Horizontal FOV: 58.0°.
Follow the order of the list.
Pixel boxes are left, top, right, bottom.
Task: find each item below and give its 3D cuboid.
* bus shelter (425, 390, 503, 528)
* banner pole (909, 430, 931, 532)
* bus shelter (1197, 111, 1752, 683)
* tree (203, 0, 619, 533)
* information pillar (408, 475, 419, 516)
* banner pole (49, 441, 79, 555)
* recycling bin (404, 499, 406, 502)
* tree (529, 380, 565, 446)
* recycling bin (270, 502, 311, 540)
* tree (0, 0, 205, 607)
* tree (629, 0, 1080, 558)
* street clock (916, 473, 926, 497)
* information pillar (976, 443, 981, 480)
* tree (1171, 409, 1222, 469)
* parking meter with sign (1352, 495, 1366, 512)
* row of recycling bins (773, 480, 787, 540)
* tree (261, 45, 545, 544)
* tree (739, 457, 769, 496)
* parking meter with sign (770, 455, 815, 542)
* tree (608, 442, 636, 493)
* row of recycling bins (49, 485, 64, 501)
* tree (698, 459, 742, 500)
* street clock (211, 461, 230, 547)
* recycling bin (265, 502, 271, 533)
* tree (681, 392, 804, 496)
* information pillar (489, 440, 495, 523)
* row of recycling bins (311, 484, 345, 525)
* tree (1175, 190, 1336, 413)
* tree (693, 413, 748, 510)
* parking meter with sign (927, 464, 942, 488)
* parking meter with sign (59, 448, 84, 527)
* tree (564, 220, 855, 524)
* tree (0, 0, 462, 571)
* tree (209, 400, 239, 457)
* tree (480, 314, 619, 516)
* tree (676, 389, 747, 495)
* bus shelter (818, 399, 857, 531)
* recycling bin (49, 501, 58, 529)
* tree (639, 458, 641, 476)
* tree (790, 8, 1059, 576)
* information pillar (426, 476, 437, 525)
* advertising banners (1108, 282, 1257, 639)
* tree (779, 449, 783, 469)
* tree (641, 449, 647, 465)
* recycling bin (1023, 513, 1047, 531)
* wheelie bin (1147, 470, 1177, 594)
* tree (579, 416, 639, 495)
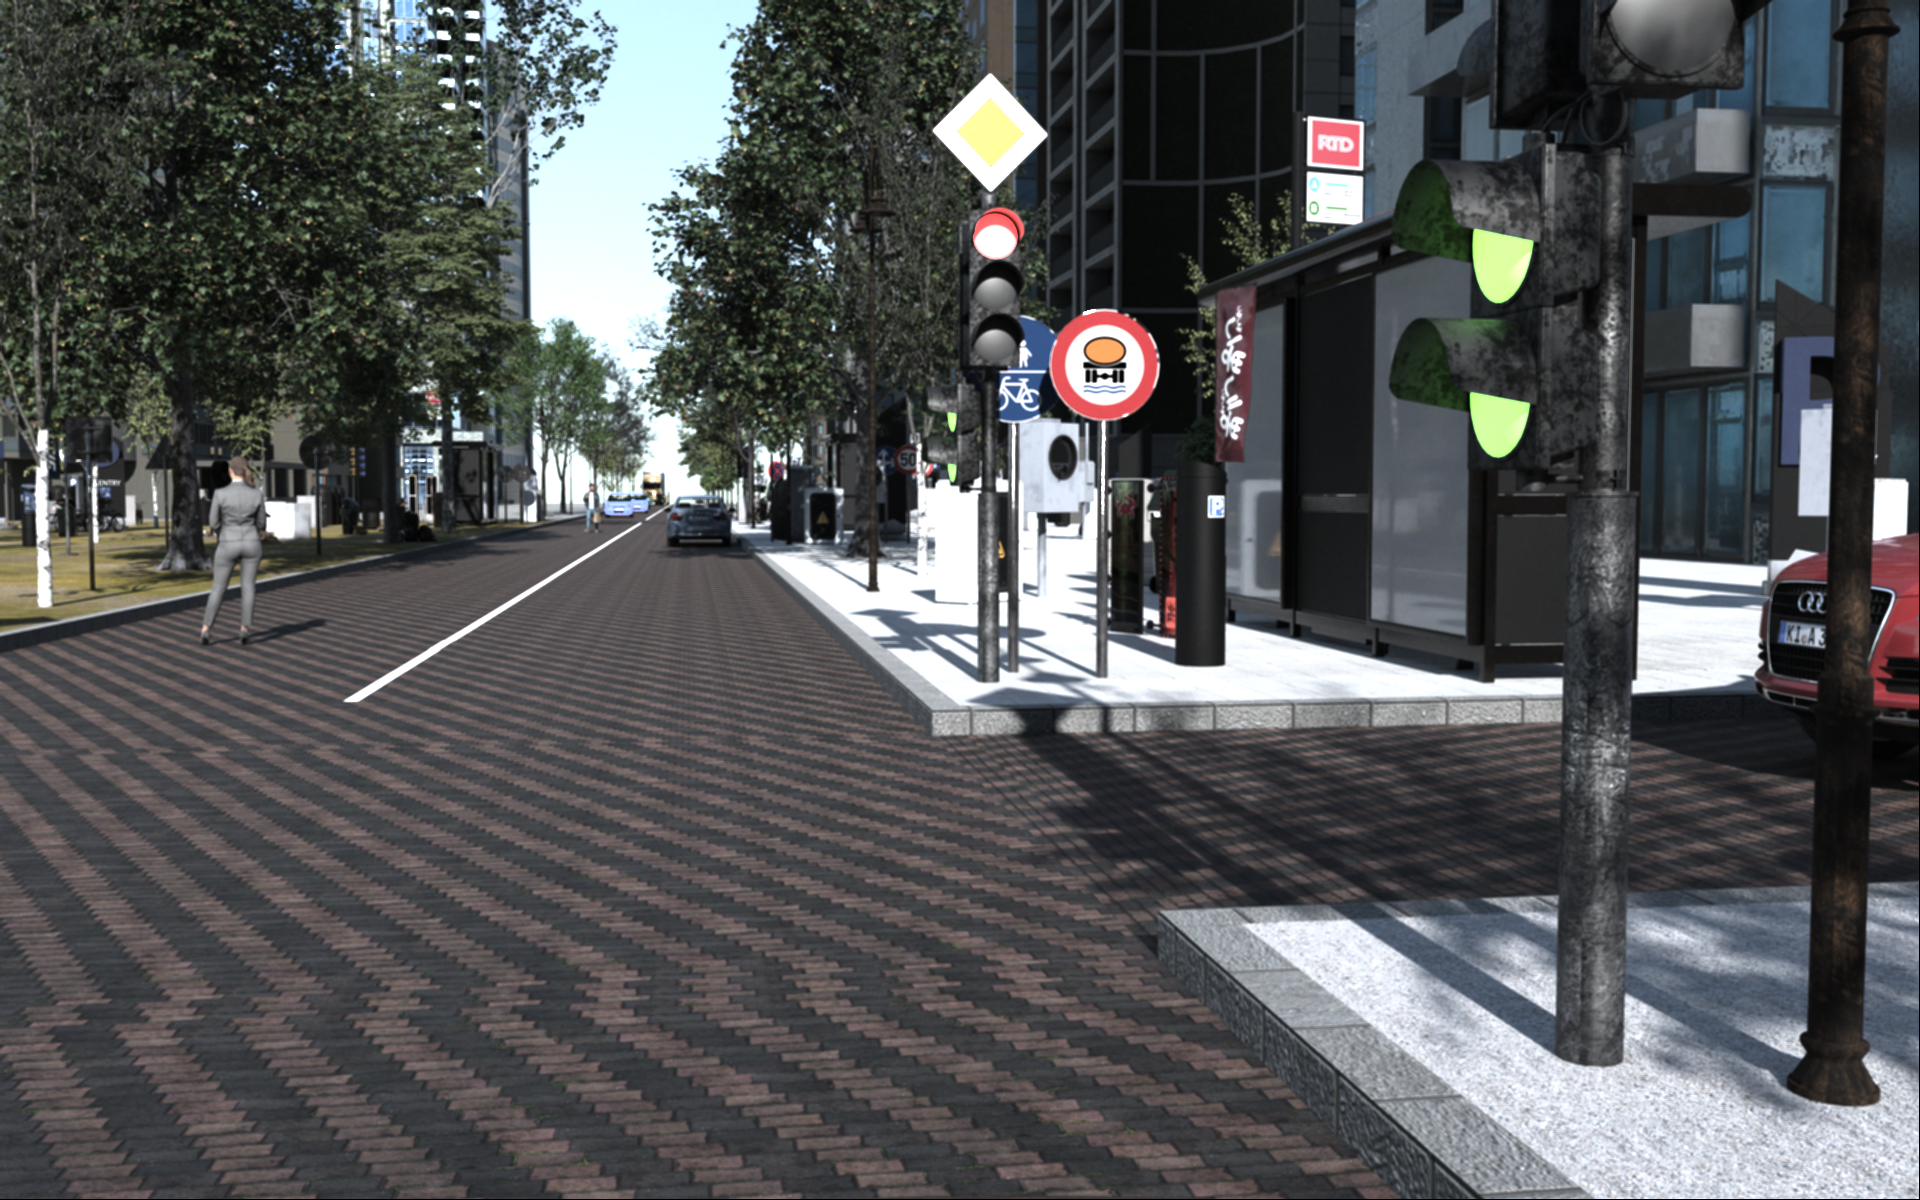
[{"bbox_3d":[-19.992,-5.639,69.824,2.179,5.291,8.768,-1,4,-9],"label":"bus shelter"},{"bbox_3d":[-1.393,-4.228,59.137,0.863,3.779,0.401,2,4,30],"label":"banner pole"},{"bbox_3d":[3.682,-2.343,15.936,2.179,5.291,8.768,-1,4,-9],"label":"bus shelter"},{"bbox_3d":[-18.285,-12.298,56.962,12.611,20.169,13.585,0,3,0],"label":"tree"},{"bbox_3d":[-21.139,-3.823,66.993,0.304,2.012,0.304,0,4,-5],"label":"information pillar"},{"bbox_3d":[-18.870,-2.825,36.208,0.401,3.779,0.863,1,4,15],"label":"banner pole"},{"bbox_3d":[-26.581,-4.220,81.545,0.722,1.027,0.722,1,4,20],"label":"recycling bin"},{"bbox_3d":[-28.833,-13.847,136.764,12.009,13.543,11.850,0,3,0],"label":"tree"},{"bbox_3d":[-18.815,-2.218,48.821,0.722,1.027,0.722,2,4,24],"label":"recycling bin"},{"bbox_3d":[-10.666,-4.232,19.562,4.360,8.622,3.978,0,3,0],"label":"tree"},{"bbox_3d":[-2.036,-7.218,35.026,9.611,12.733,9.660,0,3,0],"label":"tree"},{"bbox_3d":[-1.197,-2.991,53.470,0.358,2.002,0.471,-1,4,-13],"label":"street clock"},{"bbox_3d":[0.449,-3.149,42.840,0.504,3.616,0.183,2,4,31],"label":"information pillar"},{"bbox_3d":[9.373,-4.842,62.883,4.285,4.588,4.351,0,3,0],"label":"tree"},{"bbox_3d":[8.504,-2.542,37.815,1.738,3.016,0.543,0,4,-5],"label":"parking meter with sign"},{"bbox_3d":[-4.888,-2.606,49.713,1.069,1.692,3.534,0,4,-8],"label":"row of recycling bins"},{"bbox_3d":[-14.391,-7.718,44.316,7.486,12.596,7.792,0,3,0],"label":"tree"},{"bbox_3d":[-10.292,-5.763,88.823,1.663,3.219,1.824,0,3,0],"label":"tree"},{"bbox_3d":[-4.238,-3.055,46.204,1.738,3.016,0.543,1,4,14],"label":"parking meter with sign"},{"bbox_3d":[-42.688,-16.341,217.538,4.360,8.622,3.978,0,3,0],"label":"tree"},{"bbox_3d":[-41.099,-4.446,79.810,1.069,1.692,3.534,2,4,31],"label":"row of recycling bins"},{"bbox_3d":[-19.644,-9.786,143.710,4.285,4.588,4.351,0,3,0],"label":"tree"},{"bbox_3d":[-16.052,-2.024,37.658,0.358,2.002,0.471,0,4,-1],"label":"street clock"},{"bbox_3d":[-22.599,-2.739,57.344,0.722,1.027,0.722,0,4,-8],"label":"recycling bin"},{"bbox_3d":[-13.584,-10.817,111.268,8.767,10.594,7.601,1,4,20],"label":"tree"},{"bbox_3d":[-20.567,-5.172,75.915,0.183,3.616,0.504,-2,4,-29],"label":"information pillar"},{"bbox_3d":[-26.533,-4.023,72.883,1.069,1.692,3.534,-1,4,-9],"label":"row of recycling bins"},{"bbox_3d":[7.388,-5.559,41.251,4.737,8.622,4.395,0,3,0],"label":"tree"},{"bbox_3d":[-16.882,-10.666,124.750,4.737,8.622,4.395,0,3,0],"label":"tree"},{"bbox_3d":[-1.712,-5.213,81.493,1.738,3.016,0.543,-3,4,-38],"label":"parking meter with sign"},{"bbox_3d":[-34.059,-4.325,66.979,0.543,3.016,1.738,0,4,7],"label":"parking meter with sign"},{"bbox_3d":[-9.030,-9.983,73.593,12.009,13.543,11.850,0,3,0],"label":"tree"},{"bbox_3d":[-13.206,-6.861,29.184,9.611,12.733,9.660,0,3,0],"label":"tree"},{"bbox_3d":[-30.743,-7.063,65.848,4.737,8.622,4.395,0,3,0],"label":"tree"},{"bbox_3d":[-23.827,-10.620,99.394,9.928,11.665,9.643,0,3,0],"label":"tree"},{"bbox_3d":[-24.402,-15.486,171.317,7.486,12.596,7.792,0,3,0],"label":"tree"},{"bbox_3d":[-4.038,-5.274,63.858,2.179,5.291,8.768,-1,4,-9],"label":"bus shelter"},{"bbox_3d":[-34.000,-3.163,64.272,0.722,1.027,0.722,1,4,16],"label":"recycling bin"},{"bbox_3d":[-36.633,-14.043,179.959,4.737,8.622,4.395,0,3,0],"label":"tree"},{"bbox_3d":[-0.567,-4.670,26.724,4.360,8.622,3.978,0,3,0],"label":"tree"},{"bbox_3d":[-21.931,-4.124,71.911,0.304,2.012,0.304,2,4,26],"label":"information pillar"},{"bbox_3d":[1.913,-1.167,15.275,0.090,3.025,2.074,-2,4,-31],"label":"advertising banners"},{"bbox_3d":[-5.465,-6.429,55.475,4.360,8.622,3.978,0,3,0],"label":"tree"},{"bbox_3d":[-45.309,-17.672,239.305,4.737,8.622,4.395,0,3,0],"label":"tree"},{"bbox_3d":[2.569,-2.906,60.073,0.722,1.027,0.722,-1,4,-21],"label":"recycling bin"},{"bbox_3d":[2.847,-0.880,22.295,0.693,1.594,0.980,-3,5,-39],"label":"wheelie bin"},{"bbox_3d":[-32.139,-12.462,154.112,4.737,8.622,4.395,0,3,0],"label":"tree"}]
